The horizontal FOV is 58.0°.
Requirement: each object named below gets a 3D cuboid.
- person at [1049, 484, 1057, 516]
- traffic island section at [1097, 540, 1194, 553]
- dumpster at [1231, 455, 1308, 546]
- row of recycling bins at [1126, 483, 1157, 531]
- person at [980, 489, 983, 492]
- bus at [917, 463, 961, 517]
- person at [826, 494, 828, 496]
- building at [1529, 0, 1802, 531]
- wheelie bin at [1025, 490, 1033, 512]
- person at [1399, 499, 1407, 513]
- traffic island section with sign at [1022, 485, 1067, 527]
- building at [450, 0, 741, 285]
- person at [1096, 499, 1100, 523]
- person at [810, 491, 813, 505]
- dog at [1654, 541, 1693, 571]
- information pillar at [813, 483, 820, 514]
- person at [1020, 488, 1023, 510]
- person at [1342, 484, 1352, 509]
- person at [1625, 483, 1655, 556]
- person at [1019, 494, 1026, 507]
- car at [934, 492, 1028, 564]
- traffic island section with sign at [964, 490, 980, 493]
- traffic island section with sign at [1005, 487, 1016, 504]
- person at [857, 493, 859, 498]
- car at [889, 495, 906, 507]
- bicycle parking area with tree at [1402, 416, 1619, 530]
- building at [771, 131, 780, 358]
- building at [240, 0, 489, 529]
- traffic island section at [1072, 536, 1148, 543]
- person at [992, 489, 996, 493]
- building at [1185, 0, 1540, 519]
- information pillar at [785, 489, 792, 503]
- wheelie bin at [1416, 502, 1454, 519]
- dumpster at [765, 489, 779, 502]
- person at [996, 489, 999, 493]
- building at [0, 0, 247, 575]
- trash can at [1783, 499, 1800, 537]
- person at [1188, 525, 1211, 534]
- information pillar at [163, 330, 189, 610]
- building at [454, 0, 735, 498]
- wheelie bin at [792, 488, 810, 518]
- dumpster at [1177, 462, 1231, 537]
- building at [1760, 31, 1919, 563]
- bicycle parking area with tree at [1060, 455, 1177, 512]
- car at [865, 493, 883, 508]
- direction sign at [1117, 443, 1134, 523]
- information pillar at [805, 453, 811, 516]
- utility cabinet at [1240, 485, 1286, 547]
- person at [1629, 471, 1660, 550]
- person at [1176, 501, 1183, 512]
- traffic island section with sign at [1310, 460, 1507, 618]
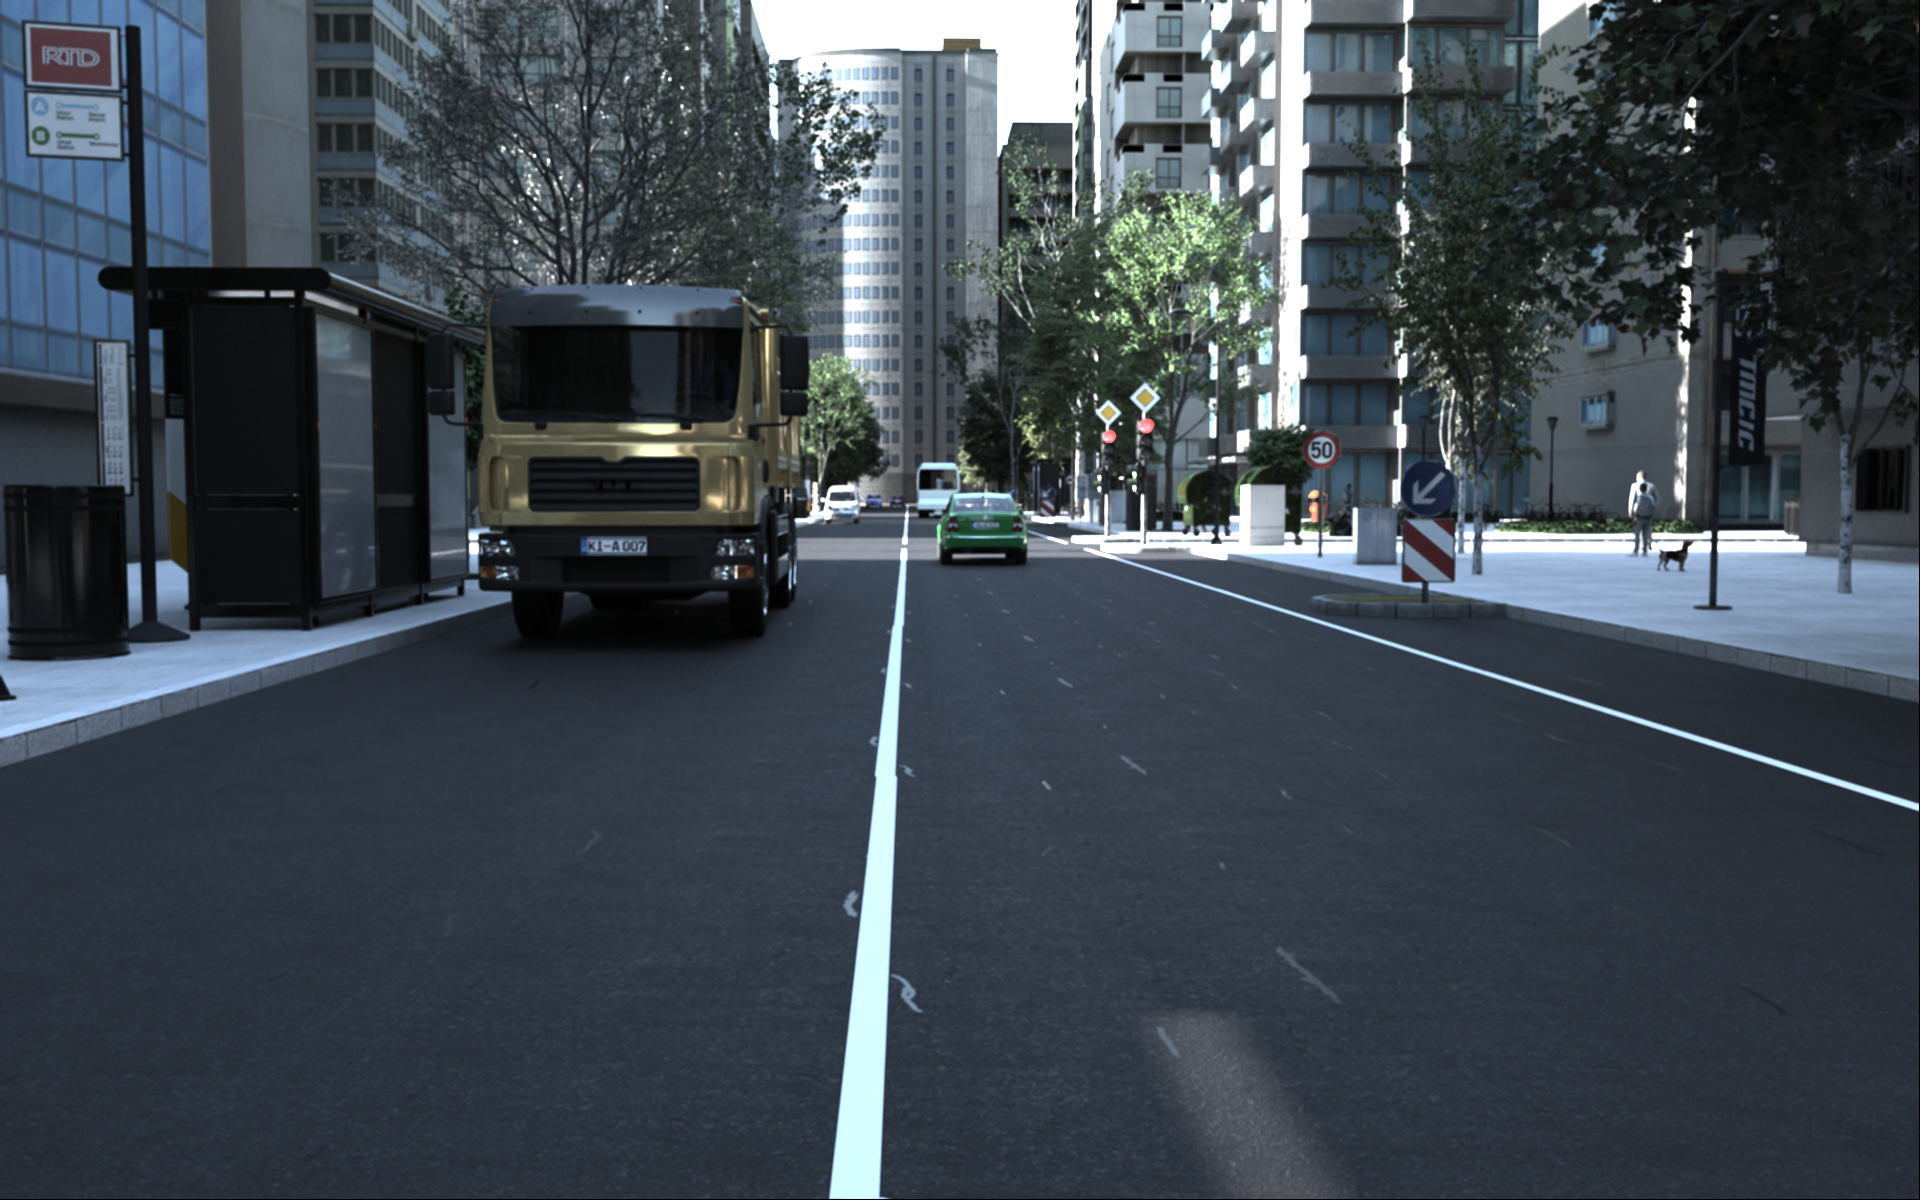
[{"bbox_3d":[5.302,-5.773,100.232,0.655,1.846,0.447,3,5,41],"label":"person"},{"bbox_3d":[4.666,-1.312,43.727,2.009,0.180,2.903,0,4,-2],"label":"traffic island section"},{"bbox_3d":[7.841,-2.520,43.689,1.502,2.255,1.985,0,4,-2],"label":"dumpster"},{"bbox_3d":[6.470,-3.355,61.959,1.069,1.692,3.534,1,4,10],"label":"row of recycling bins"},{"bbox_3d":[1.582,-7.467,130.684,0.705,1.812,1.348,1,4,19],"label":"person"},{"bbox_3d":[-1.356,-7.021,109.652,2.948,3.499,13.247,0,4,-1],"label":"bus"},{"bbox_3d":[-13.991,-10.461,177.096,1.348,1.822,0.705,-3,5,-39],"label":"person"},{"bbox_3d":[35.204,-27.253,69.294,21.600,48.544,21.300,0,4,-2],"label":"building"},{"bbox_3d":[5.022,-7.107,124.107,0.980,1.594,0.693,0,4,3],"label":"wheelie bin"},{"bbox_3d":[19.729,-4.080,77.021,0.475,1.303,0.640,1,4,11],"label":"person"},{"bbox_3d":[3.695,-4.163,76.687,1.989,1.847,2.006,0,4,-2],"label":"traffic island section with sign"},{"bbox_3d":[-32.119,-33.683,139.948,28.713,52.752,27.495,0,4,-2],"label":"building"},{"bbox_3d":[6.344,-4.133,77.889,0.425,1.301,0.394,0,4,4],"label":"person"},{"bbox_3d":[-16.810,-11.509,195.682,0.415,1.643,0.593,-2,4,-30],"label":"person"},{"bbox_3d":[11.921,-0.741,28.939,0.540,0.507,0.406,1,4,10],"label":"dog"},{"bbox_3d":[-9.454,-6.708,114.167,0.304,2.012,0.304,3,5,40],"label":"information pillar"},{"bbox_3d":[5.071,-8.271,141.373,0.705,1.812,1.348,0,4,4],"label":"person"},{"bbox_3d":[18.479,-4.670,82.745,0.721,1.781,0.623,-2,4,-34],"label":"person"},{"bbox_3d":[14.025,-1.651,35.639,0.523,1.515,0.503,3,5,40],"label":"person"},{"bbox_3d":[6.294,-9.952,169.476,1.217,1.743,0.721,0,4,-3],"label":"person"},{"bbox_3d":[0.430,-1.713,36.801,1.959,1.807,4.718,0,4,-2],"label":"car"},{"bbox_3d":[1.380,-8.911,154.320,1.989,1.847,2.006,0,4,-2],"label":"traffic island section with sign"},{"bbox_3d":[2.888,-5.811,103.630,1.989,1.847,2.006,0,4,-2],"label":"traffic island section with sign"},{"bbox_3d":[-11.975,-11.871,203.399,0.557,1.426,1.065,-1,4,-23],"label":"person"},{"bbox_3d":[-7.122,-11.253,196.574,1.945,1.354,3.894,0,4,-2],"label":"car"},{"bbox_3d":[19.562,-4.712,64.036,8.231,4.147,9.016,0,4,1],"label":"bicycle parking area with tree"},{"bbox_3d":[-26.576,-30.734,186.092,14.086,41.232,14.154,0,4,-2],"label":"building"},{"bbox_3d":[-34.159,-23.066,69.006,32.217,40.220,23.993,0,4,-2],"label":"building"},{"bbox_3d":[4.429,-1.800,51.709,2.009,0.180,2.903,0,4,-2],"label":"traffic island section"},{"bbox_3d":[3.311,-10.081,171.536,0.551,1.740,0.621,-1,4,-16],"label":"person"},{"bbox_3d":[26.237,-29.342,99.343,23.786,49.044,30.456,0,4,-2],"label":"building"},{"bbox_3d":[-8.743,-5.134,88.425,0.304,2.012,0.304,0,4,6],"label":"information pillar"},{"bbox_3d":[9.323,-1.605,34.150,0.693,1.594,0.980,0,4,4],"label":"wheelie bin"},{"bbox_3d":[-8.974,-4.532,79.853,1.264,1.857,1.865,0,4,-2],"label":"dumpster"},{"bbox_3d":[4.080,-10.857,183.416,0.709,1.838,0.599,2,4,27],"label":"person"},{"bbox_3d":[-21.955,-23.142,28.478,14.200,45.320,14.600,0,4,-2],"label":"building"},{"bbox_3d":[25.626,-2.536,53.119,0.748,1.137,0.748,0,3,0],"label":"trash can"},{"bbox_3d":[7.730,-3.046,56.236,0.834,1.777,0.661,2,4,30],"label":"person"},{"bbox_3d":[-8.520,-1.702,19.183,0.504,3.616,0.183,-3,5,-40],"label":"information pillar"},{"bbox_3d":[-20.860,-25.566,101.594,14.154,41.232,14.086,0,4,-2],"label":"building"},{"bbox_3d":[-8.468,-5.118,91.587,0.980,1.594,0.693,-1,4,-16],"label":"wheelie bin"},{"bbox_3d":[7.507,-3.082,52.878,1.502,2.255,1.985,0,4,-2],"label":"dumpster"},{"bbox_3d":[23.480,-12.340,20.833,14.314,24.678,30.058,0,4,-2],"label":"building"},{"bbox_3d":[10.885,-8.325,123.118,9.016,4.147,8.231,0,4,6],"label":"bicycle parking area with tree"},{"bbox_3d":[-9.122,-10.652,183.745,1.945,1.707,3.694,0,4,-2],"label":"car"},{"bbox_3d":[7.614,-5.371,79.818,0.876,3.537,0.379,-2,4,-25],"label":"direction sign"},{"bbox_3d":[-8.792,-6.609,99.405,0.504,3.616,0.183,-3,5,-44],"label":"information pillar"},{"bbox_3d":[7.313,-2.028,41.838,1.173,1.500,0.318,-2,4,-33],"label":"utility cabinet"},{"bbox_3d":[15.639,-2.048,39.623,0.635,1.810,0.391,-1,4,-9],"label":"person"},{"bbox_3d":[13.602,-6.163,106.996,0.592,1.802,0.473,0,4,-7],"label":"person"},{"bbox_3d":[5.344,-0.758,21.024,1.989,1.847,2.006,0,4,-2],"label":"traffic island section with sign"}]
